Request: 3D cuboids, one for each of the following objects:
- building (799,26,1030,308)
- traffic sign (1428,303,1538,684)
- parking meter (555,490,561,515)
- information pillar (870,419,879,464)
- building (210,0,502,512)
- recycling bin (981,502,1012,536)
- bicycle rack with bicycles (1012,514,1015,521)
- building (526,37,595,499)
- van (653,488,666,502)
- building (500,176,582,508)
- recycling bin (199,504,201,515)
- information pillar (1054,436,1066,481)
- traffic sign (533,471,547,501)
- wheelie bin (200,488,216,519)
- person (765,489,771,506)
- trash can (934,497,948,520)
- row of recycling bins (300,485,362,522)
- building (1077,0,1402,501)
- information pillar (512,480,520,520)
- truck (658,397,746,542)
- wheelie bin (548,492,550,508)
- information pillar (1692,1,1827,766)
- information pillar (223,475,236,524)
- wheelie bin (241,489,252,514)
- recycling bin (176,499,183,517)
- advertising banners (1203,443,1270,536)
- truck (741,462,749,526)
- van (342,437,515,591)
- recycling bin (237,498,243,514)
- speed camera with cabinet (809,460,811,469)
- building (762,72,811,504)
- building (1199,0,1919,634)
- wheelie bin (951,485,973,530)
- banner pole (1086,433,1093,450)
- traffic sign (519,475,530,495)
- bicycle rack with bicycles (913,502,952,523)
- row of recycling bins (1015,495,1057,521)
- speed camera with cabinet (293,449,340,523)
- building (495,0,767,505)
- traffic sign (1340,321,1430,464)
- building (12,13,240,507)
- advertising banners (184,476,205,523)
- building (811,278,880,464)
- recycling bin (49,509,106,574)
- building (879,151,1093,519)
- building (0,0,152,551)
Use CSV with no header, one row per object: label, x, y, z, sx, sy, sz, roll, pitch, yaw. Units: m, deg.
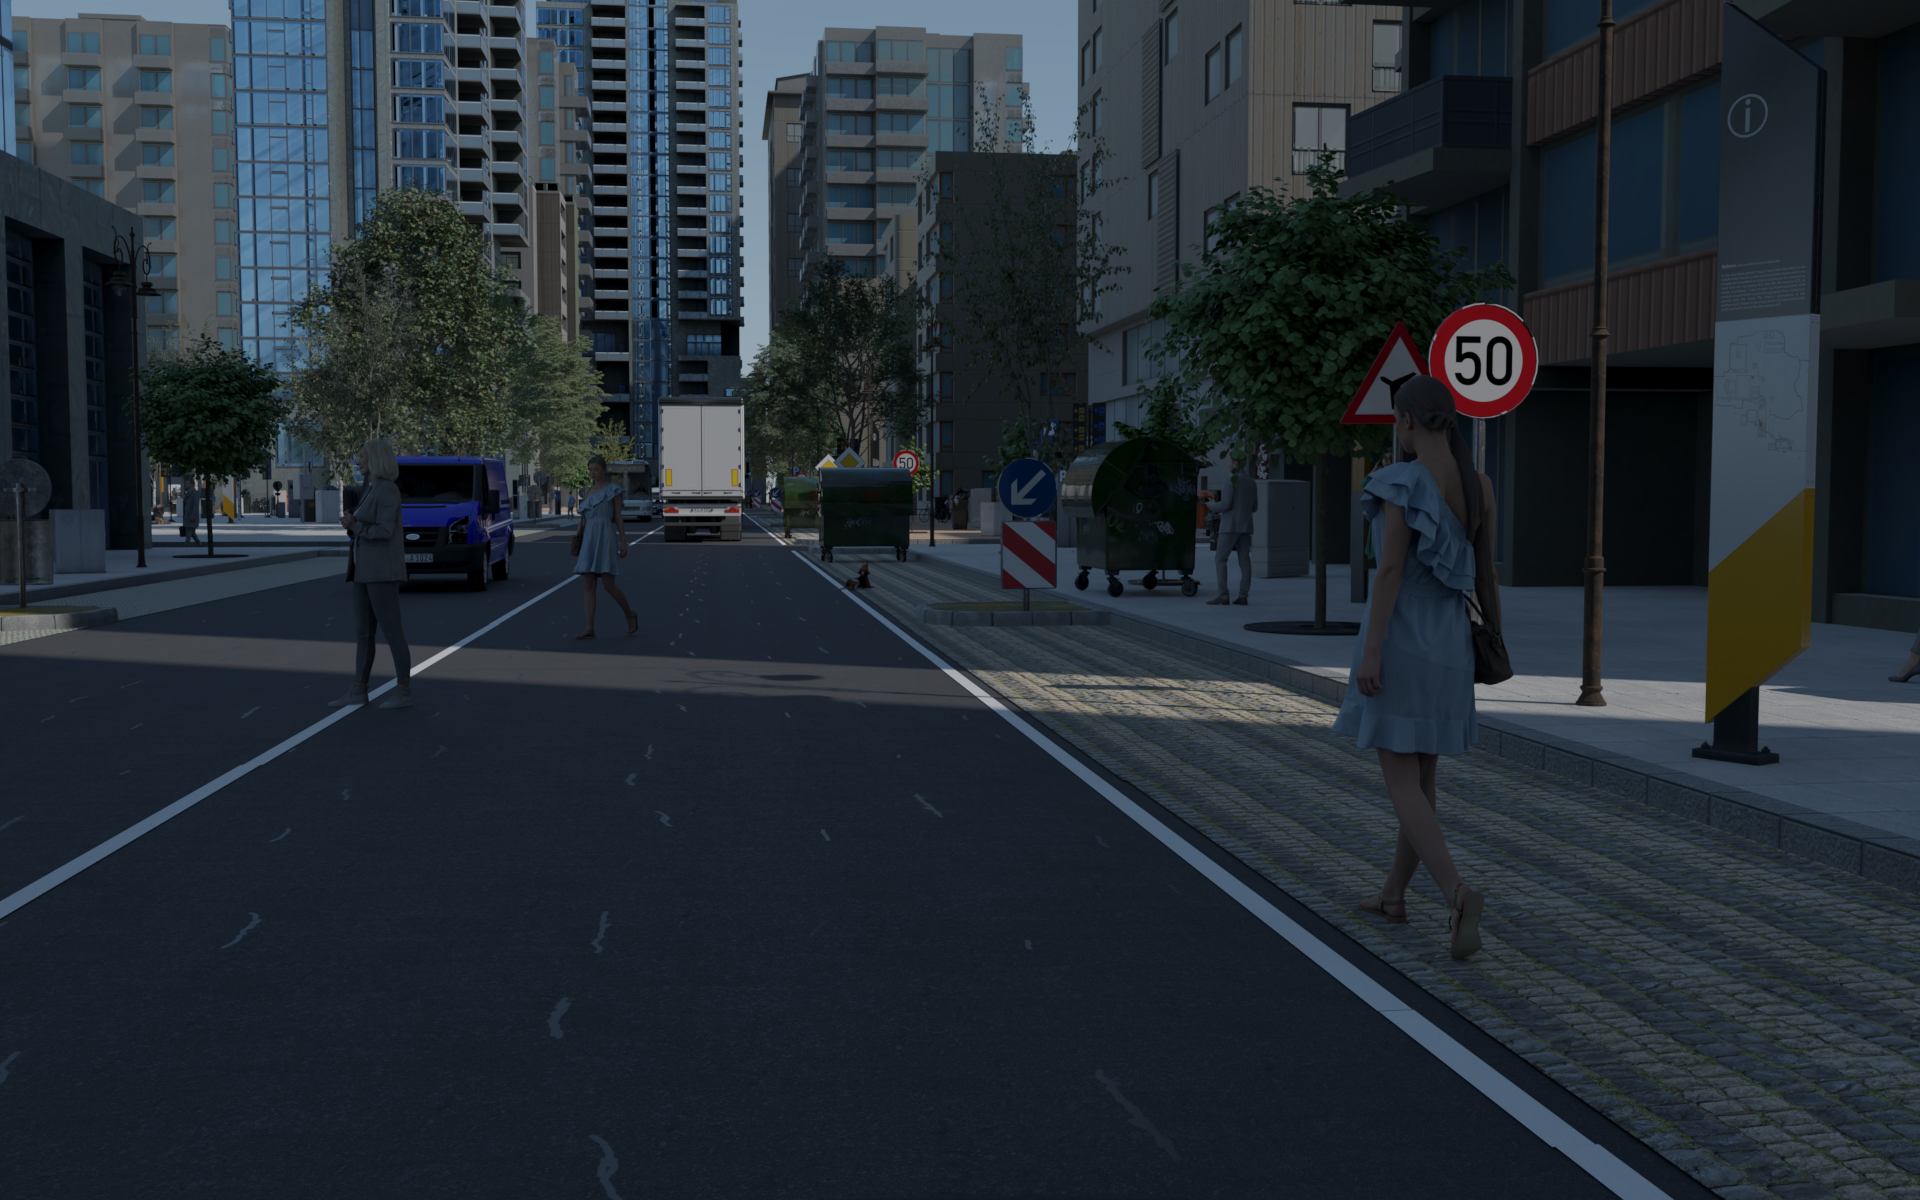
building,-5.419,-34.466,183.127,23.786,49.044,30.456,0,4,-8
traffic sign,3.484,-0.706,11.645,0.768,2.556,0.104,0,4,-8
parking meter,-24.817,-6.024,106.900,0.372,1.533,0.369,0,3,0
information pillar,-2.665,-3.837,54.090,0.183,3.616,0.504,2,4,24
building,-44.502,-50.270,134.580,22.319,86.520,31.000,0,4,-8
recycling bin,1.114,-2.463,52.823,0.722,1.027,0.722,-3,4,-37
bicycle rack with bicycles,1.942,-3.652,73.086,2.925,0.926,2.852,-2,4,-29
building,-54.261,-34.345,181.149,30.456,49.044,23.786,0,4,-8
van,-19.342,-6.413,111.869,2.013,2.044,4.112,-1,4,-9
building,-42.641,-23.705,159.279,14.160,30.474,14.107,0,4,-8
recycling bin,-46.485,-5.697,105.694,0.722,1.027,0.722,0,4,1
information pillar,4.017,-4.767,69.294,0.504,3.616,0.183,1,4,16
traffic sign,-23.367,-5.887,96.359,0.768,2.556,0.104,0,4,1
wheelie bin,-39.536,-5.079,90.947,0.980,1.594,0.693,-1,4,-12
person,-20.335,-10.990,185.869,1.348,1.807,0.705,-2,4,-31
trash can,-0.962,-4.590,86.702,0.748,1.137,0.748,0,3,0
row of recycling bins,-28.613,-4.447,79.817,3.534,1.692,1.069,0,4,-4
building,20.197,-29.383,69.648,27.495,52.752,28.713,0,4,-8
information pillar,-22.392,-5.066,87.327,0.304,2.012,0.304,0,4,-4
truck,-8.238,-4.080,55.622,2.839,4.237,11.283,0,4,-8
wheelie bin,-28.128,-6.853,119.953,0.693,1.594,0.980,1,4,20
information pillar,3.786,-1.029,8.177,0.183,3.616,0.504,-2,4,-35
information pillar,-31.491,-5.087,74.527,0.504,3.616,0.183,1,4,12
wheelie bin,-46.807,-6.455,113.449,0.693,1.594,0.980,0,4,1
recycling bin,-42.950,-5.111,96.111,0.722,1.027,0.722,2,4,24
advertising banners,8.387,-3.431,52.279,2.074,3.025,0.090,1,4,17
truck,-10.876,-4.891,75.892,3.469,3.379,9.791,-1,4,-8
van,-8.220,-1.396,27.204,2.240,2.365,5.245,-1,4,-9
recycling bin,-45.950,-5.945,109.761,0.722,1.027,0.722,1,4,20
speed camera with cabinet,-8.942,-6.455,99.879,0.660,3.252,2.038,-1,4,-15
building,-11.548,-38.963,226.279,27.495,52.752,28.713,0,4,-8
building,17.475,-22.433,21.409,22.147,44.769,28.867,0,4,-8
wheelie bin,0.019,-3.344,62.580,0.693,1.594,0.980,0,4,1
banner pole,4.559,-4.408,62.083,0.863,3.779,0.401,3,5,41
traffic sign,-23.016,-5.471,91.577,0.606,2.300,0.079,0,4,1
bicycle rack with bicycles,-0.677,-3.966,78.230,2.852,0.926,2.925,3,5,42
row of recycling bins,3.768,-3.566,65.416,3.534,1.692,1.069,-1,4,-16
speed camera with cabinet,-28.350,-5.020,76.420,0.660,3.252,2.038,3,4,38
building,-40.397,-55.324,217.215,31.000,86.520,22.319,0,4,-8
traffic sign,3.306,-0.803,13.126,0.884,2.594,0.081,0,4,-2
building,-84.715,-34.042,176.188,30.456,49.044,23.786,0,4,-8
advertising banners,-33.831,-4.920,76.637,2.074,3.025,0.090,3,5,41
building,1.070,-18.943,154.764,27.650,21.520,28.899,0,4,-8
recycling bin,-14.369,-0.957,28.199,0.722,1.027,0.722,-2,4,-35
building,10.466,-15.820,103.700,27.650,21.520,28.899,0,4,-8
building,-32.822,-43.565,24.960,31.000,86.520,22.319,0,4,-8
